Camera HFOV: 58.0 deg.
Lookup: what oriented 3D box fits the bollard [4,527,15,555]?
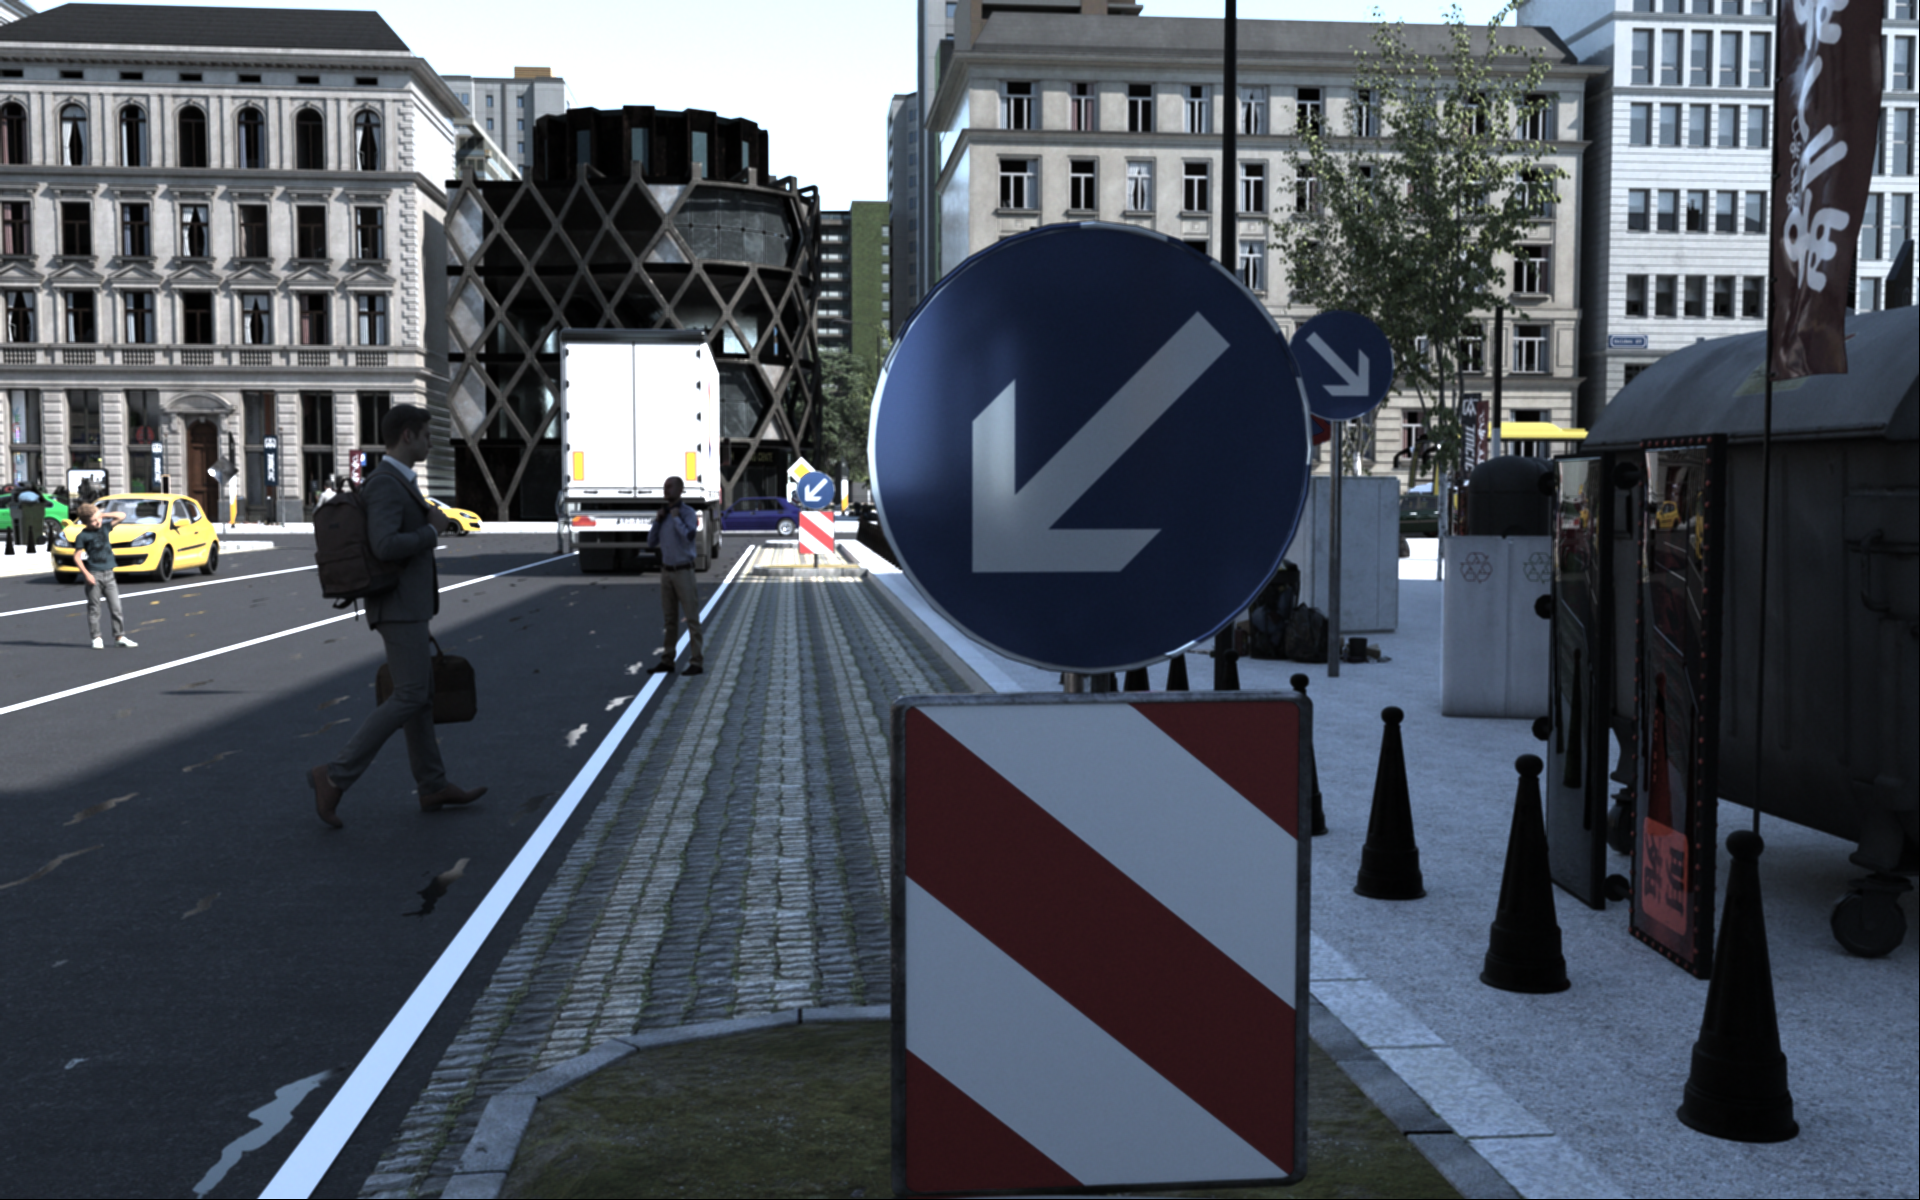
[{"bbox_3d":[-19.915,-1.238,36.279,0.229,0.601,0.229,0,3,0],"label":"bollard"}]

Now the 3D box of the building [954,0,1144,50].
[{"bbox_3d":[7.023,-30.352,146.362,14.600,45.320,14.200,0,4,-6],"label":"building"}]

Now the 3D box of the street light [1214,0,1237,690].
[{"bbox_3d":[0.925,-2.253,9.379,1.470,5.913,1.316,0,4,-6],"label":"street light"}]

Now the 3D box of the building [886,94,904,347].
[{"bbox_3d":[4.133,-43.146,247.440,28.212,58.520,21.231,0,4,-6],"label":"building"}]

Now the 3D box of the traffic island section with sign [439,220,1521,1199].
[{"bbox_3d":[0.018,0.325,3.309,1.989,1.847,2.006,0,4,-6],"label":"traffic island section with sign"}]

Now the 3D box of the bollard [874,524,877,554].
[{"bbox_3d":[-1.638,-1.242,36.344,0.229,0.601,0.229,0,3,0],"label":"bollard"}]

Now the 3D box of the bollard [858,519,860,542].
[{"bbox_3d":[-2.441,-1.745,44.569,0.229,0.601,0.229,0,3,0],"label":"bollard"}]

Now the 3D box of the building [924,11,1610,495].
[{"bbox_3d":[13.831,-15.449,85.870,30.059,22.955,16.112,0,4,-6],"label":"building"}]

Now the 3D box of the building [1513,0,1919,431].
[{"bbox_3d":[43.878,-18.866,85.945,29.804,29.767,11.434,0,4,-6],"label":"building"}]

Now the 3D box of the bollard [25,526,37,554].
[{"bbox_3d":[-20.013,-1.300,37.301,0.229,0.601,0.229,0,3,0],"label":"bollard"}]

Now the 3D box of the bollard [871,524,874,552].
[{"bbox_3d":[-1.739,-1.304,37.365,0.229,0.601,0.229,0,3,0],"label":"bollard"}]

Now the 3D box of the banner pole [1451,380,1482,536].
[{"bbox_3d":[10.991,-2.925,37.848,0.863,3.779,0.401,3,5,40],"label":"banner pole"}]

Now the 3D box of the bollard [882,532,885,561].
[{"bbox_3d":[-1.337,-1.054,33.278,0.229,0.601,0.229,0,3,0],"label":"bollard"}]

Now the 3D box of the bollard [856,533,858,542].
[{"bbox_3d":[-2.544,-1.807,45.590,0.229,0.601,0.229,0,3,0],"label":"bollard"}]

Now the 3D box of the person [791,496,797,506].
[{"bbox_3d":[-17.045,-10.313,177.666,0.434,1.755,0.990,-3,5,-43],"label":"person"}]

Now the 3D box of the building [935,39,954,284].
[{"bbox_3d":[4.559,-29.164,160.430,14.154,41.232,14.086,0,4,-6],"label":"building"}]

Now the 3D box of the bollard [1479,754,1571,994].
[{"bbox_3d":[1.486,0.704,4.538,0.229,0.601,0.229,0,3,0],"label":"bollard"}]

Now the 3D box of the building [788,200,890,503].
[{"bbox_3d":[-17.064,-34.192,242.627,14.086,41.232,14.154,0,4,-6],"label":"building"}]

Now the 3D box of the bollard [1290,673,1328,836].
[{"bbox_3d":[1.287,0.579,6.582,0.229,0.601,0.229,0,3,0],"label":"bollard"}]

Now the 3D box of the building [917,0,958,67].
[{"bbox_3d":[5.975,-39.109,181.426,21.231,58.520,28.212,0,4,-6],"label":"building"}]

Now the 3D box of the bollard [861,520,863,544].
[{"bbox_3d":[-2.244,-1.619,42.516,0.229,0.601,0.229,0,3,0],"label":"bollard"}]

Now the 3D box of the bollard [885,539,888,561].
[{"bbox_3d":[-1.238,-0.992,32.257,0.229,0.601,0.229,0,3,0],"label":"bollard"}]

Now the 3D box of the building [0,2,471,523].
[{"bbox_3d":[-33.561,-15.339,79.675,19.941,23.489,11.050,0,4,-6],"label":"building"}]

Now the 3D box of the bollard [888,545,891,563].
[{"bbox_3d":[-1.136,-0.929,31.233,0.229,0.601,0.229,0,3,0],"label":"bollard"}]

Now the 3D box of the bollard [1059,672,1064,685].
[{"bbox_3d":[0.783,0.265,11.705,0.229,0.601,0.229,0,3,0],"label":"bollard"}]

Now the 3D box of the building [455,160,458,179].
[{"bbox_3d":[-48.462,-22.447,138.704,14.160,30.474,14.107,0,4,-6],"label":"building"}]

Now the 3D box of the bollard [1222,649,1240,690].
[{"bbox_3d":[1.188,0.516,7.604,0.229,0.601,0.229,0,3,0],"label":"bollard"}]

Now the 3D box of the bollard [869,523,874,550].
[{"bbox_3d":[-1.838,-1.367,38.387,0.229,0.601,0.229,0,3,0],"label":"bollard"}]

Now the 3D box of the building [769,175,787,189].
[{"bbox_3d":[-31.147,-36.153,241.203,14.200,45.320,14.600,0,4,-6],"label":"building"}]

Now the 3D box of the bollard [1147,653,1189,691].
[{"bbox_3d":[1.086,0.453,8.640,0.229,0.601,0.229,0,3,0],"label":"bollard"}]

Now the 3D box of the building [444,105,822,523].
[{"bbox_3d":[-15.178,-13.267,84.372,16.811,18.784,16.820,0,4,-6],"label":"building"}]

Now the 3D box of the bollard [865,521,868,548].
[{"bbox_3d":[-2.041,-1.493,40.451,0.229,0.601,0.229,0,3,0],"label":"bollard"}]

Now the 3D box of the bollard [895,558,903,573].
[{"bbox_3d":[-0.931,-0.802,29.161,0.229,0.601,0.229,0,3,0],"label":"bollard"}]

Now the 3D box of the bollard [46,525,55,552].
[{"bbox_3d":[-20.117,-1.363,38.334,0.229,0.601,0.229,0,3,0],"label":"bollard"}]

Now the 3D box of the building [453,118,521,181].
[{"bbox_3d":[-57.569,-29.486,173.976,23.993,40.220,32.217,0,4,-6],"label":"building"}]

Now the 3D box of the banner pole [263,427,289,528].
[{"bbox_3d":[-25.611,-4.576,64.832,0.863,3.779,0.401,-1,4,-22],"label":"banner pole"}]

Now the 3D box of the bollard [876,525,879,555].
[{"bbox_3d":[-1.536,-1.179,35.322,0.229,0.601,0.229,0,3,0],"label":"bollard"}]

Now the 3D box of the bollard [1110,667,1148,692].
[{"bbox_3d":[0.986,0.390,9.662,0.229,0.601,0.229,0,3,0],"label":"bollard"}]

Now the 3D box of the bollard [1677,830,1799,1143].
[{"bbox_3d":[1.586,0.766,3.516,0.229,0.601,0.229,0,3,0],"label":"bollard"}]

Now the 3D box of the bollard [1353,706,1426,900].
[{"bbox_3d":[1.384,0.641,5.560,0.229,0.601,0.229,0,3,0],"label":"bollard"}]

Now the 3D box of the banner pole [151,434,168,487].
[{"bbox_3d":[-33.155,-5.010,71.935,0.401,3.779,0.863,3,5,41],"label":"banner pole"}]

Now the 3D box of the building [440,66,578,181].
[{"bbox_3d":[-67.572,-42.761,241.146,28.212,58.520,21.231,0,4,-6],"label":"building"}]

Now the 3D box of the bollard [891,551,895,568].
[{"bbox_3d":[-1.034,-0.866,30.194,0.229,0.601,0.229,0,3,0],"label":"bollard"}]

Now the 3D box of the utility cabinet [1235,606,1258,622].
[{"bbox_3d":[2.943,-0.360,17.040,0.306,1.237,1.020,0,4,-1],"label":"utility cabinet"}]

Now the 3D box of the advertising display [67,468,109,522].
[{"bbox_3d":[-21.934,-2.348,43.600,0.974,1.923,0.123,0,4,-4],"label":"advertising display"}]

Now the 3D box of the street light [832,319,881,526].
[{"bbox_3d":[-2.707,-4.507,46.226,1.470,5.913,1.316,0,4,-6],"label":"street light"}]

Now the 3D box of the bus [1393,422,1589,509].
[{"bbox_3d":[21.439,-4.188,60.029,12.252,3.916,2.896,0,4,-6],"label":"bus"}]

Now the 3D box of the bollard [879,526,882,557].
[{"bbox_3d":[-1.439,-1.117,34.300,0.229,0.601,0.229,0,3,0],"label":"bollard"}]

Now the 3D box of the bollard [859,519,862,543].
[{"bbox_3d":[-2.345,-1.682,43.546,0.229,0.601,0.229,0,3,0],"label":"bollard"}]

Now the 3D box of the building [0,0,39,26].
[{"bbox_3d":[-53.909,-17.867,78.037,20.117,28.700,13.634,0,4,-6],"label":"building"}]

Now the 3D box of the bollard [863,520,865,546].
[{"bbox_3d":[-2.146,-1.556,41.482,0.229,0.601,0.229,0,3,0],"label":"bollard"}]

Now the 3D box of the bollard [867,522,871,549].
[{"bbox_3d":[-1.938,-1.429,39.409,0.229,0.601,0.229,0,3,0],"label":"bollard"}]
